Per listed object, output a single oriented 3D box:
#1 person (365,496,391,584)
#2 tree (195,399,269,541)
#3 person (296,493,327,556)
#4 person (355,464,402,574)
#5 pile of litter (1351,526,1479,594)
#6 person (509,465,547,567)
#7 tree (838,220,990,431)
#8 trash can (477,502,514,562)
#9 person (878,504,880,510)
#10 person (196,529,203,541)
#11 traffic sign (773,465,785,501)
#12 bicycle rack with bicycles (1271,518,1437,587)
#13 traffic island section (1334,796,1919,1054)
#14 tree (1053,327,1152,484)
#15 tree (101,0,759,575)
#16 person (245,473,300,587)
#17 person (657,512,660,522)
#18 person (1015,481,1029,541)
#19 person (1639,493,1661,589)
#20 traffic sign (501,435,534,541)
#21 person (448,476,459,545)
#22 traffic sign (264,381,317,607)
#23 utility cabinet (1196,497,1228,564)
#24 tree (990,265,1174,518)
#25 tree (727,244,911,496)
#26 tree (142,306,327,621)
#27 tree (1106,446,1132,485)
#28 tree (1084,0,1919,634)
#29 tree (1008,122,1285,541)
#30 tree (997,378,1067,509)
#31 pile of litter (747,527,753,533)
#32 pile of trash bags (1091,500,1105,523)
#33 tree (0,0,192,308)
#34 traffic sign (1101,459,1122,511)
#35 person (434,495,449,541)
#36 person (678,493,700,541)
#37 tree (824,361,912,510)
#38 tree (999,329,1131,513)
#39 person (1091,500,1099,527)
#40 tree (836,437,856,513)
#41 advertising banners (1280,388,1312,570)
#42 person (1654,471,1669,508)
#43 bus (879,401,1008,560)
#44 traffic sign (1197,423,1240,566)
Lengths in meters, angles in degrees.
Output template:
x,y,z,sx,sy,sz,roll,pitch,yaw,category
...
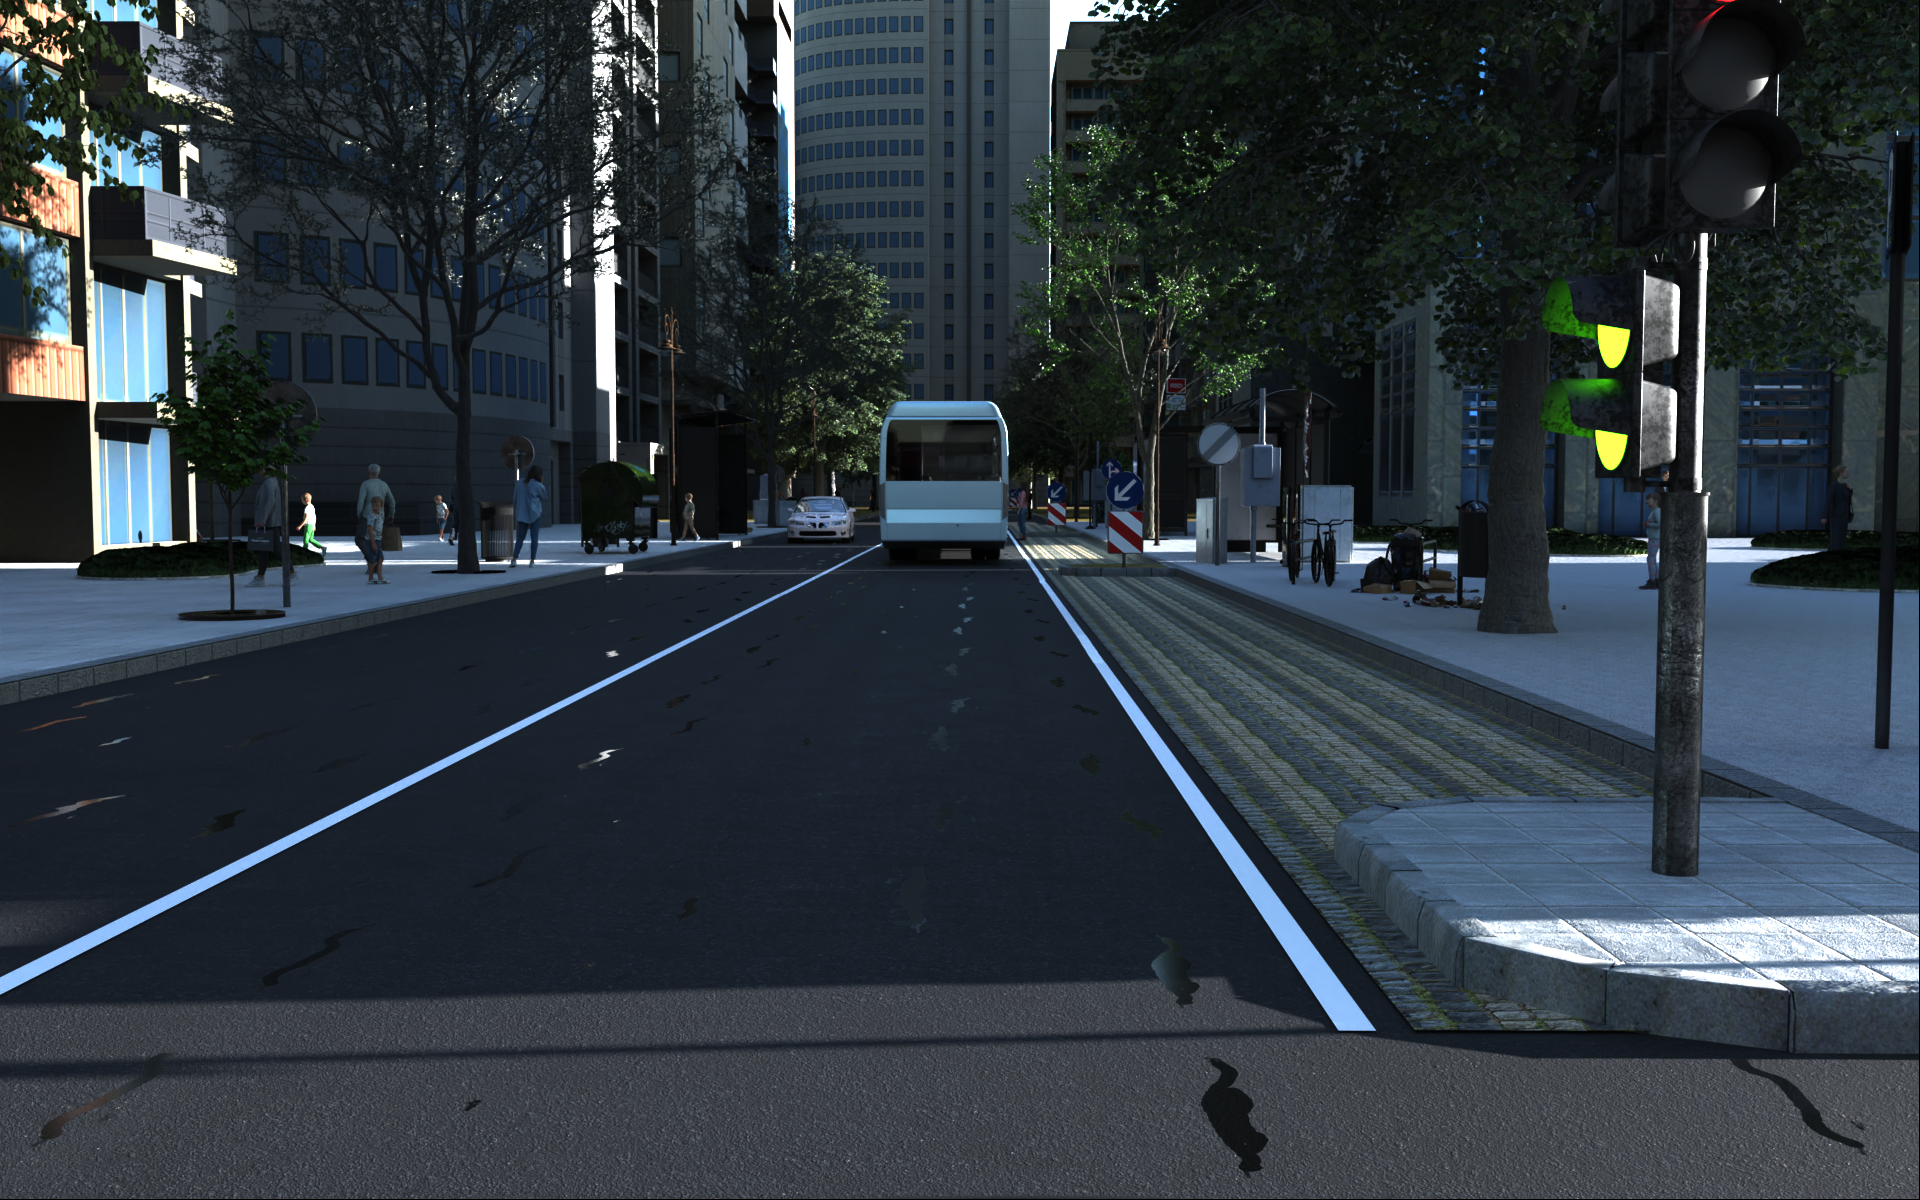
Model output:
x,y,z,sx,sy,sz,roll,pitch,yaw,category
-8.303,-0.853,24.669,0.332,1.250,0.352,-3,5,-41,person
-20.330,-3.881,47.175,4.285,4.588,4.351,0,3,0,tree
-13.142,-1.516,35.078,0.590,1.304,0.306,-2,4,-26,person
-9.404,-1.316,28.050,0.515,1.767,0.782,2,4,34,person
5.979,-0.532,22.666,1.719,0.858,1.176,1,4,8,pile of litter
-7.578,-1.470,30.339,0.793,1.790,0.793,-2,4,-25,person
-7.284,-9.495,65.615,12.009,13.543,11.850,0,3,0,tree
-8.799,-1.301,32.924,0.748,1.137,0.748,0,3,0,trash can
-3.382,-4.246,78.509,0.593,1.750,0.643,2,4,31,person
-19.930,-2.361,44.562,0.836,1.842,0.656,0,4,-7,person
-8.086,-4.655,76.222,0.768,2.556,0.104,1,4,10,traffic sign
5.695,-0.709,24.972,2.852,0.926,2.925,1,4,22,bicycle rack with bicycles
2.447,1.003,5.875,2.009,0.180,2.903,0,4,1,traffic island section
6.280,-7.601,74.645,4.737,8.622,4.395,0,3,0,tree
-8.109,-7.170,27.607,12.009,13.543,11.850,0,3,0,tree
-9.501,-1.079,23.865,0.728,1.800,0.709,-1,4,-18,person
-13.908,-4.191,79.245,0.332,1.250,0.352,-2,4,-34,person
1.935,-2.739,53.285,0.388,1.821,0.555,1,4,15,person
9.336,-0.797,23.353,0.394,1.301,0.425,0,4,-7,person
-9.622,-2.296,37.638,0.768,2.556,0.104,1,4,10,traffic sign
-12.536,-2.255,43.331,0.576,1.772,0.534,0,4,4,person
-7.637,-1.191,19.576,0.768,2.556,0.104,0,4,3,traffic sign
4.689,-1.294,32.326,0.306,1.237,1.020,-1,4,-10,utility cabinet
6.300,-11.089,91.671,12.009,13.543,11.850,0,3,0,tree
-7.026,-11.086,87.918,9.857,13.997,8.962,0,3,0,tree
-7.431,-1.428,17.947,1.663,3.219,1.824,0,3,0,tree
6.519,-4.541,68.842,1.663,3.219,1.824,0,3,0,tree
5.296,-6.679,15.852,9.857,13.997,8.962,0,3,0,tree
5.164,-7.467,47.849,9.928,11.665,9.643,0,3,0,tree
6.734,-14.580,156.504,7.486,12.596,7.792,0,3,0,tree
-7.508,-2.692,57.986,1.176,0.858,1.719,0,4,0,pile of litter
6.820,-4.118,77.087,1.912,1.369,3.447,1,4,9,pile of trash bags
-8.048,-3.848,13.276,4.737,8.622,4.395,0,3,0,tree
5.510,-3.850,63.048,0.768,2.556,0.104,0,4,4,traffic sign
-14.093,-2.224,47.089,0.352,1.250,0.332,-2,4,-28,person
-7.369,-2.254,47.168,0.640,1.303,0.475,-3,5,-44,person
-6.808,-13.598,139.335,9.611,12.733,9.660,0,3,0,tree
7.038,-12.434,120.309,9.611,12.733,9.660,0,3,0,tree
5.177,-3.764,67.393,0.447,1.846,0.655,0,4,5,person
-7.661,-10.382,120.103,4.360,8.622,3.978,0,3,0,tree
5.759,-2.048,29.672,0.090,3.025,2.074,0,4,-2,advertising banners
17.381,-2.246,42.546,0.659,1.850,0.755,0,4,7,person
-0.357,-2.822,40.993,2.948,3.499,13.247,0,4,0,bus
4.620,-1.891,31.017,0.768,2.556,0.104,0,4,1,traffic sign
